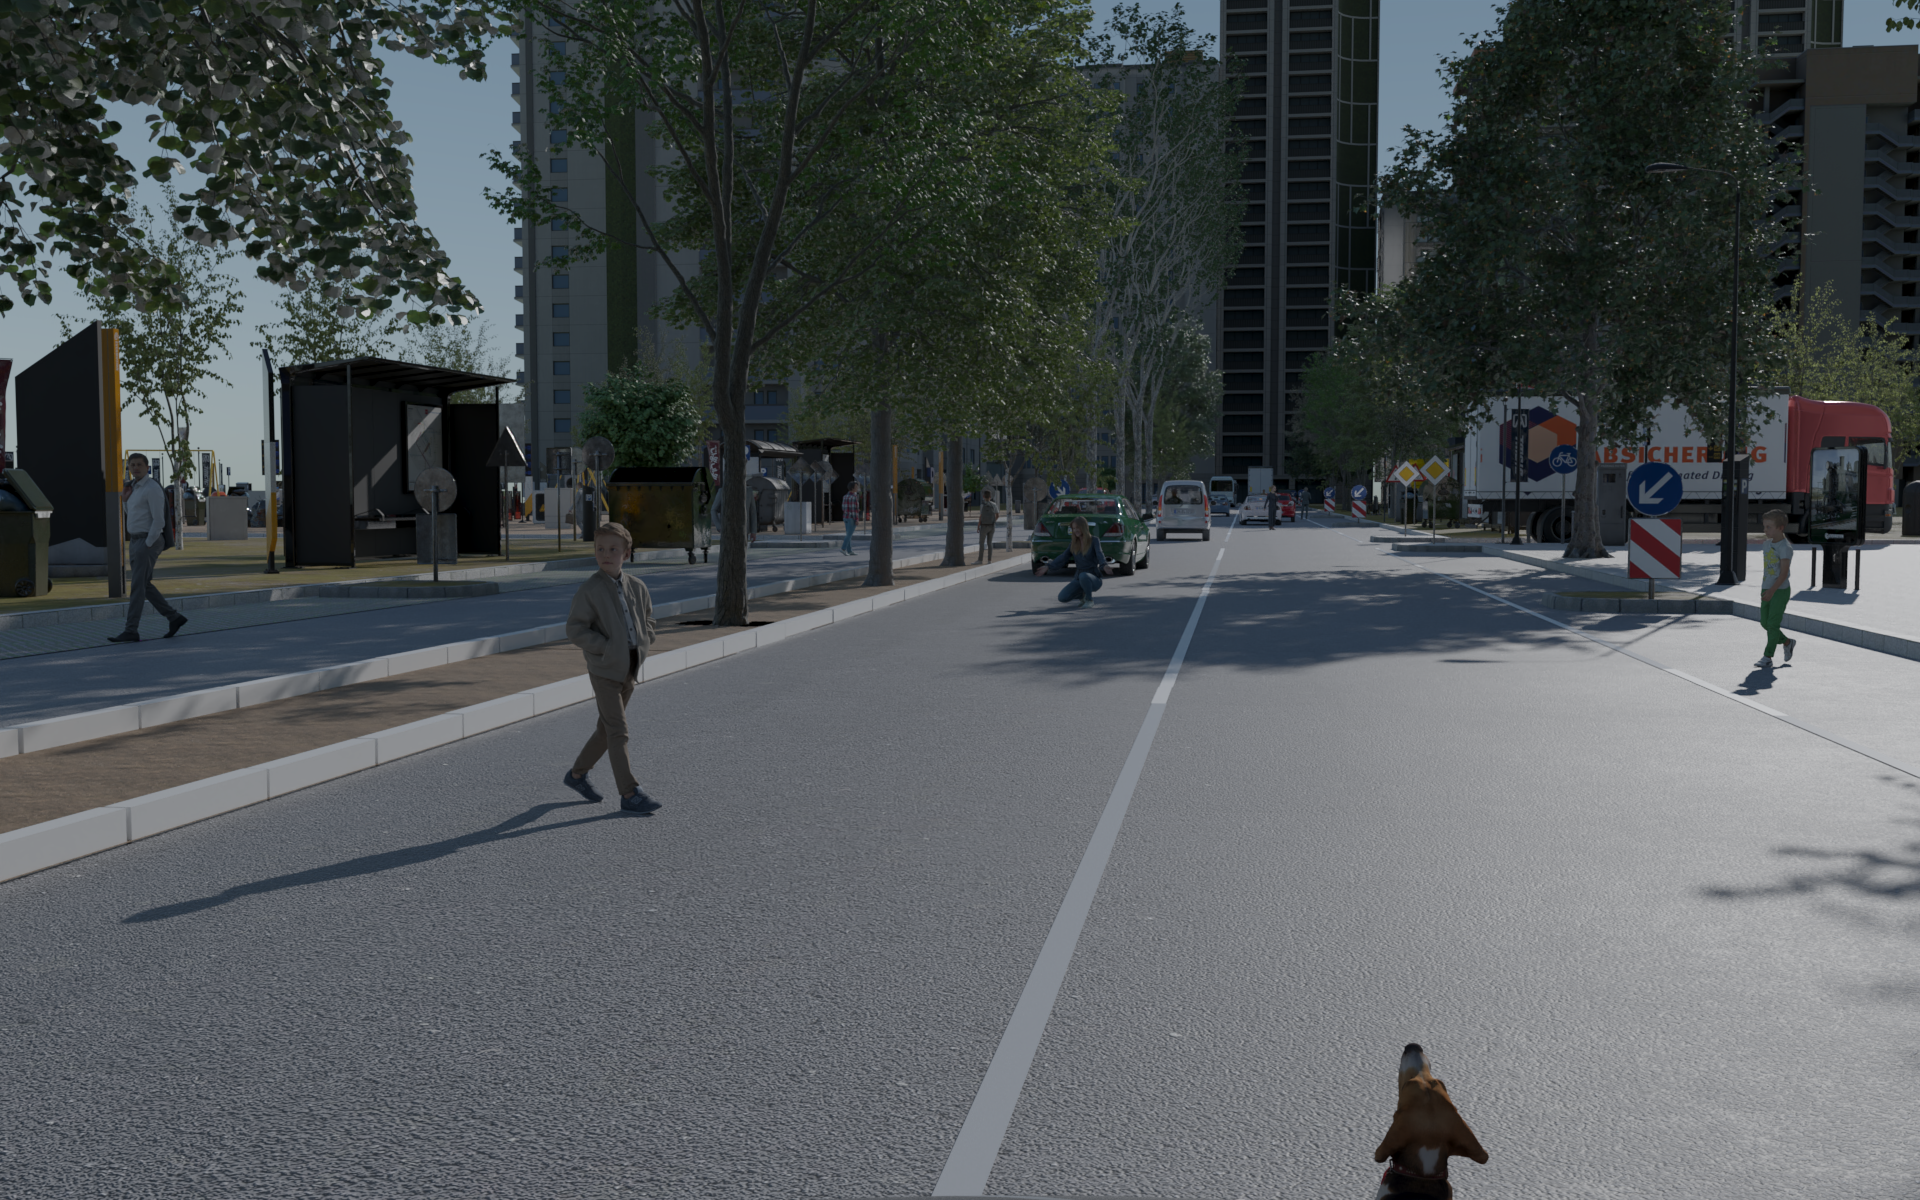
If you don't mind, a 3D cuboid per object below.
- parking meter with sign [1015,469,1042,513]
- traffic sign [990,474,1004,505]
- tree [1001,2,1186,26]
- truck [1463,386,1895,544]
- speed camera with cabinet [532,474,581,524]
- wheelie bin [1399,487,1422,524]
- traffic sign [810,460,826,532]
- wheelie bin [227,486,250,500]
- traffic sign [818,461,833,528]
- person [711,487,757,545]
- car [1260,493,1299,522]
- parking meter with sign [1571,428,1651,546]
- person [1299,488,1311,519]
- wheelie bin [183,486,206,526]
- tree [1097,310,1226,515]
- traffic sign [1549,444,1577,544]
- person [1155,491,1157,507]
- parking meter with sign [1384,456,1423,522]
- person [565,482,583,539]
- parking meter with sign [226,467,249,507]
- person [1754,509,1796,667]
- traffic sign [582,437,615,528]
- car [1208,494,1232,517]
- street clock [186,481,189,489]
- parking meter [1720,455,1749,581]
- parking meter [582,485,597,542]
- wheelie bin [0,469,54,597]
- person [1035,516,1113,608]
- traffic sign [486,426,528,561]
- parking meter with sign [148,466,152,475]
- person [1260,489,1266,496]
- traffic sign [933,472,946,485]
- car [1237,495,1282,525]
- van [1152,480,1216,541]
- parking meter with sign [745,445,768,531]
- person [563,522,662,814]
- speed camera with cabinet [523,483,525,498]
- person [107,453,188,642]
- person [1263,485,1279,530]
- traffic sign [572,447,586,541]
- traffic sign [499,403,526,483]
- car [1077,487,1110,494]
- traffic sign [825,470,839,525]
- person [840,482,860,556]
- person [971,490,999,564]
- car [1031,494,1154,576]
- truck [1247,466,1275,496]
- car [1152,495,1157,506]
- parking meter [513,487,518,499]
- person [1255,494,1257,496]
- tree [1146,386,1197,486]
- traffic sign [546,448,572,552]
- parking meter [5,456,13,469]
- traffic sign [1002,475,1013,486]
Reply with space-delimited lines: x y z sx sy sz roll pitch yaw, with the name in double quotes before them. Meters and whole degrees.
"parking meter with sign" 4.574 -7.338 116.232 1.738 3.016 0.543 1 4 9
"traffic sign" 2.315 -6.663 108.936 0.884 2.594 0.081 1 4 19
"tree" 3.749 -12.571 63.884 12.611 20.169 13.585 0 3 0
"truck" 19.508 -3.529 46.612 11.283 4.237 2.839 1 4 9
"speed camera with cabinet" -17.450 -4.930 74.942 2.038 3.252 0.660 -1 4 -10
"wheelie bin" 19.201 -4.050 74.125 0.693 1.594 0.980 -1 4 -12
"traffic sign" -4.933 -3.537 59.012 0.795 2.450 0.064 1 4 15
"wheelie bin" -29.345 -3.822 70.401 0.693 1.594 0.980 3 5 44
"traffic sign" -5.222 -4.027 65.950 0.768 2.556 0.104 1 4 16
"person" -3.192 -0.974 24.532 0.635 1.810 0.391 -2 4 -28
"car" 16.468 -4.934 89.708 2.155 1.783 4.494 1 4 11
"parking meter with sign" 16.110 -2.853 42.914 1.738 3.016 0.543 1 4 11
"person" 19.520 -5.463 97.998 0.661 1.801 0.590 0 4 3
"wheelie bin" -30.918 -3.793 69.930 0.693 1.594 0.980 0 4 6
"tree" 13.801 -12.843 119.088 9.857 13.997 8.962 0 3 0
"traffic sign" 15.484 -2.711 44.427 0.768 2.556 0.104 1 4 11
"person" 21.471 -10.987 188.872 1.217 1.736 0.721 0 4 6
"parking meter with sign" 20.341 -5.088 79.449 1.738 3.016 0.543 1 4 17
"person" -11.905 -2.793 54.292 0.853 1.813 0.709 1 4 18
"parking meter with sign" -46.191 -7.047 111.476 1.738 3.016 0.543 0 4 -6
"person" 6.830 -0.105 14.461 0.590 1.304 0.306 -2 4 -32
"traffic sign" -8.018 -2.339 38.346 0.768 2.556 0.104 1 4 11
"car" 16.356 -6.029 110.570 2.014 1.417 4.499 1 4 9
"street clock" -41.894 -5.440 93.517 0.358 2.002 0.471 3 5 44
"parking meter" 11.434 -1.215 25.573 0.399 1.863 0.255 -3 5 -43
"parking meter" -10.005 -2.347 46.778 0.372 1.533 0.369 0 3 0
"wheelie bin" -11.819 -0.842 21.675 0.693 1.594 0.980 -1 4 -9
"person" 1.569 -0.478 21.815 1.012 1.151 0.738 3 5 39
"traffic sign" -8.719 -2.036 33.301 0.884 2.594 0.081 1 4 16
"parking meter with sign" -50.118 -6.731 106.320 0.543 3.016 1.738 -3 4 -39
"person" 25.359 -8.324 144.602 1.348 1.823 0.705 1 4 14
"traffic sign" -1.139 -5.939 97.201 0.768 2.556 0.104 1 4 19
"car" 14.003 -4.187 80.815 2.083 1.381 4.827 0 4 8
"van" 7.024 -2.893 54.308 2.013 2.044 4.112 1 4 8
"parking meter with sign" -7.289 -3.959 60.983 0.543 3.016 1.738 -2 4 -32
"person" -1.582 0.296 7.936 0.640 1.303 0.475 2 4 29
"speed camera with cabinet" -29.993 -7.827 122.303 2.038 3.252 0.660 2 4 35
"person" -7.980 -0.510 16.941 0.679 1.850 0.850 3 4 37
"person" 12.382 -3.669 68.908 0.576 1.772 0.534 -3 5 -45
"traffic sign" -10.528 -2.885 47.275 0.768 2.556 0.104 1 4 15
"traffic sign" -10.846 -2.763 39.046 2.265 3.308 0.079 1 4 14
"car" 7.545 -5.497 98.555 2.281 1.827 5.304 1 4 11
"traffic sign" -5.364 -4.291 71.336 0.795 2.450 0.064 1 4 12
"person" -2.574 -1.894 40.303 0.643 1.720 0.563 -2 4 -29
"person" 0.522 -1.469 35.107 0.523 1.515 0.503 2 4 29
"car" 2.459 -1.236 32.011 2.131 1.459 4.920 1 4 11
"truck" 31.070 -11.621 178.919 2.839 4.237 11.283 1 4 10
"car" 20.851 -10.412 182.600 2.083 1.381 4.827 1 4 9
"parking meter" -33.524 -7.640 130.629 0.399 1.863 0.255 0 4 -8
"person" 22.374 -7.306 131.182 0.991 1.433 0.599 0 4 -1
"tree" 13.214 -9.728 111.865 4.737 8.622 4.395 0 3 0
"traffic sign" -8.839 -2.205 38.174 0.606 2.300 0.079 1 4 13
"parking meter" -14.195 -1.220 25.657 0.399 1.863 0.255 3 5 41
"traffic sign" 3.087 -6.876 112.527 0.768 2.556 0.104 1 4 10
